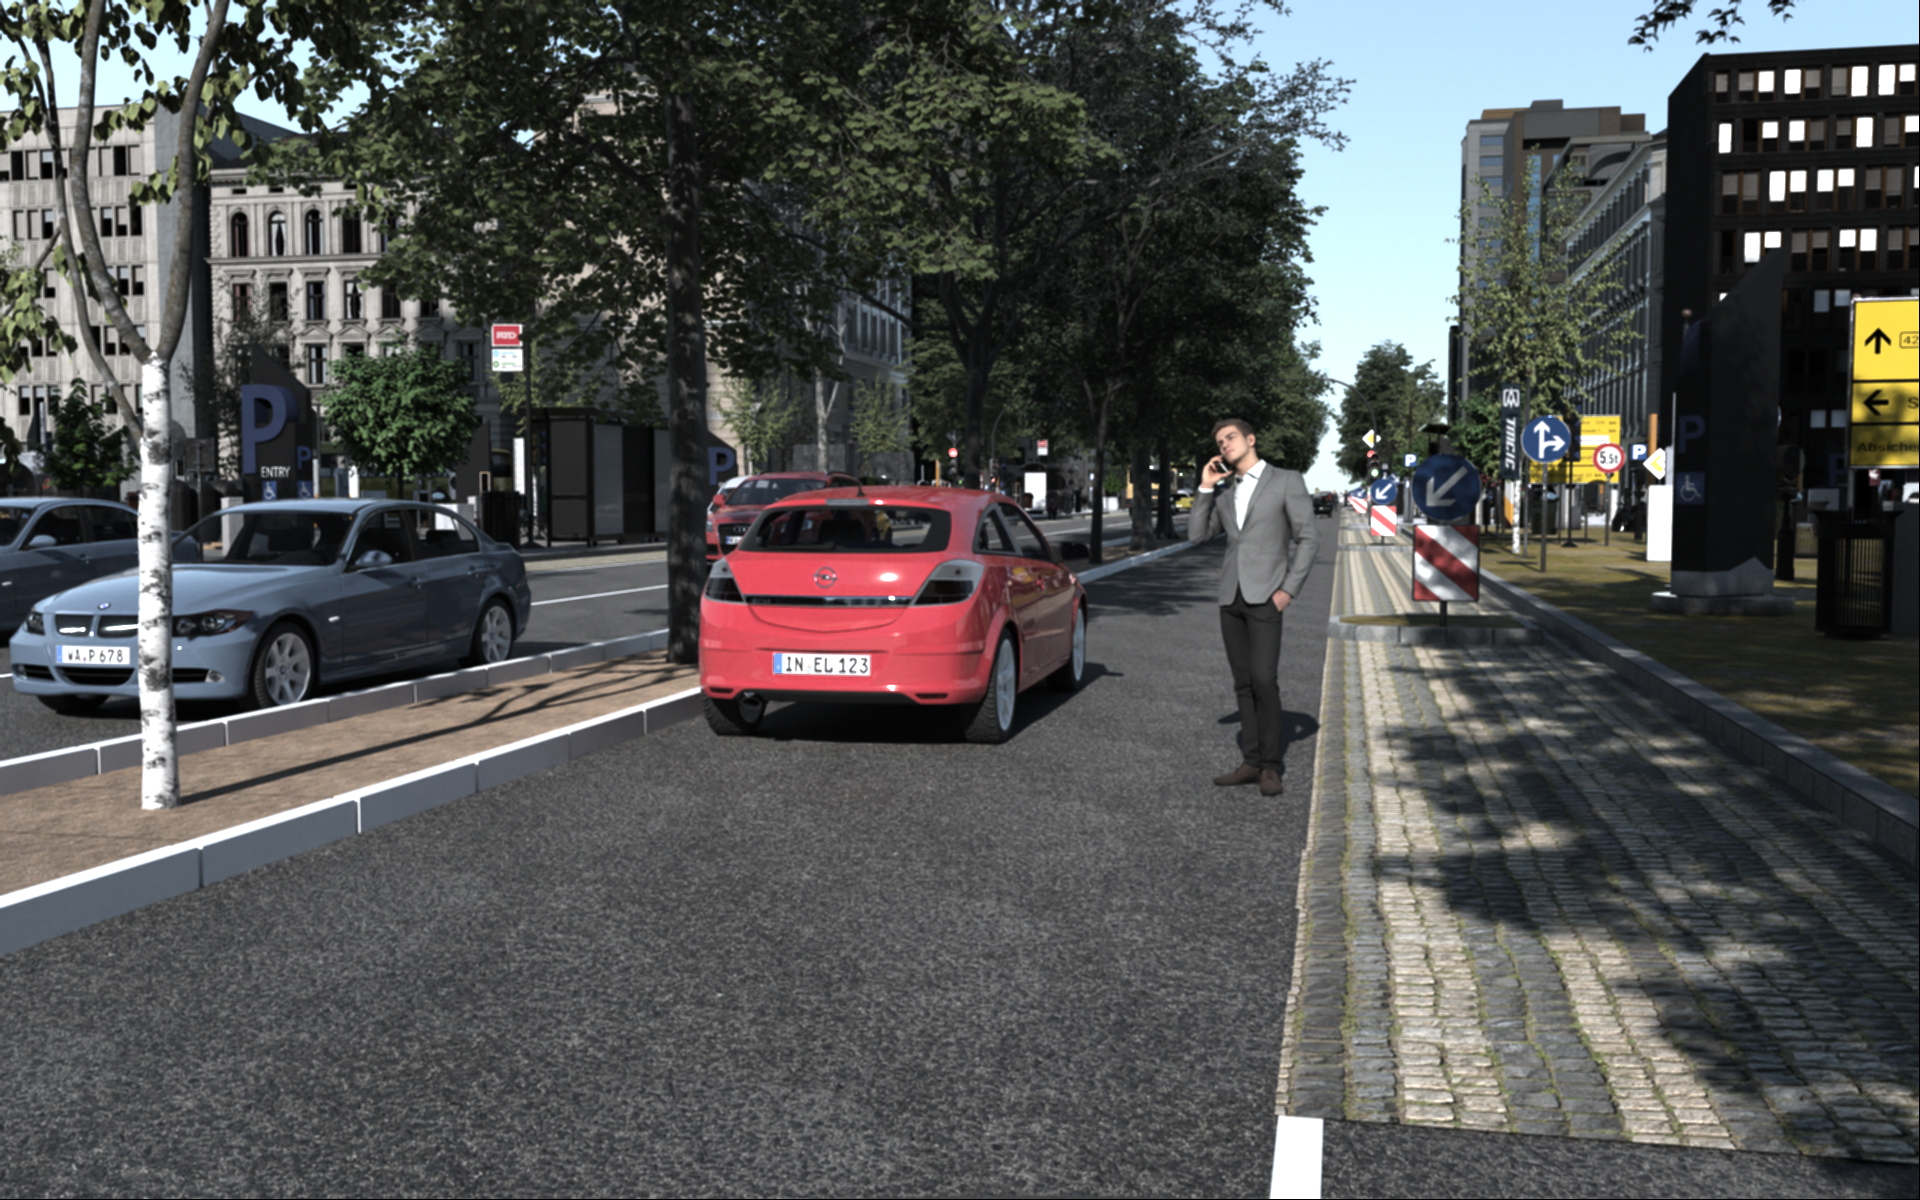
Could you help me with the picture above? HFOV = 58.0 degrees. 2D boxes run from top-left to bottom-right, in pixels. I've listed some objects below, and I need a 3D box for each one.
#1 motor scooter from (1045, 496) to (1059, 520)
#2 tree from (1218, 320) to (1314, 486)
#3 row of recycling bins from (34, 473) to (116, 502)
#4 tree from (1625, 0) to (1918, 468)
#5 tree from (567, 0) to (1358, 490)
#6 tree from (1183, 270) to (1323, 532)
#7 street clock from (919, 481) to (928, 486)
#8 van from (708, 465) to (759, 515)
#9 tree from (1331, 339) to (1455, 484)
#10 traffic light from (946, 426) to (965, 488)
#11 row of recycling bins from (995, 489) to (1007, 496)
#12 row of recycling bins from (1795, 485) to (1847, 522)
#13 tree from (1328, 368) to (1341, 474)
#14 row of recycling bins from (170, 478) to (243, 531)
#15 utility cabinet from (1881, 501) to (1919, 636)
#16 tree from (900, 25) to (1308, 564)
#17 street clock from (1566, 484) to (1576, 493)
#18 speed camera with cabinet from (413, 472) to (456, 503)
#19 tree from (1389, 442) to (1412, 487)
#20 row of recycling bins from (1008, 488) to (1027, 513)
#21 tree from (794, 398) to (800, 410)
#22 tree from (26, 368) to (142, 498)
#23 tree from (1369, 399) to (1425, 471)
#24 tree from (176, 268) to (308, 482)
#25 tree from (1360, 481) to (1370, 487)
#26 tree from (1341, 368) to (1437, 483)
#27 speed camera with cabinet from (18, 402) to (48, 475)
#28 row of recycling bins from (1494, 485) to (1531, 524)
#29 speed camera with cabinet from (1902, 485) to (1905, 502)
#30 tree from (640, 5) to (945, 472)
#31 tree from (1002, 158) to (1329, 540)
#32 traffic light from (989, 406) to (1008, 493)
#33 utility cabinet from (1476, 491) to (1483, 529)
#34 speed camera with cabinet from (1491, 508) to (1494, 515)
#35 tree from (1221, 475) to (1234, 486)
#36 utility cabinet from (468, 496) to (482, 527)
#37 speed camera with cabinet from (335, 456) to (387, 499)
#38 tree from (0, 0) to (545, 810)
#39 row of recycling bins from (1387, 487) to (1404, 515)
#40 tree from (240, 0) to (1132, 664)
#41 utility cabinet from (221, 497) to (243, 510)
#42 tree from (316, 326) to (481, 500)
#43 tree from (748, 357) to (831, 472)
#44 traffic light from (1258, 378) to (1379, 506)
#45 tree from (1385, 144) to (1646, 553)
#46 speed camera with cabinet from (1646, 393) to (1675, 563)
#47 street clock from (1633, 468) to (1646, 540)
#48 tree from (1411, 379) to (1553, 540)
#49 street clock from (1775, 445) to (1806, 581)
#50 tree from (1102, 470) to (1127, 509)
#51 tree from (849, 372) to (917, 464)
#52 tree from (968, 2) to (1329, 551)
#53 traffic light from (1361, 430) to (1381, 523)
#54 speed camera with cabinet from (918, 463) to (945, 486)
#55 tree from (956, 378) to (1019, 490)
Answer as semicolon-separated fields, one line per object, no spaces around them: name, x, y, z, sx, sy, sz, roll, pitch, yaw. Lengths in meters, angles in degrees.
motor scooter;5.148;-5.107;96.273;0.815;1.314;1.986;1;4;12
tree;12.912;-9.911;82.636;7.486;12.596;7.792;0;3;0
row of recycling bins;-17.733;-1.638;33.898;3.534;1.692;1.069;2;4;34
tree;5.470;-4.462;7.359;7.601;10.594;8.767;1;4;21
tree;0.191;-6.807;24.125;12.009;13.543;11.850;0;3;0
tree;8.872;-8.333;64.462;9.928;11.665;9.643;0;3;0
street clock;-2.055;-5.695;97.688;0.471;2.002;0.358;-2;4;-31
van;-4.182;-1.748;35.588;2.013;2.044;4.112;1;4;13
tree;35.522;-14.321;140.796;9.857;13.997;8.962;0;3;0
traffic light;-0.204;-5.035;71.249;0.839;4.253;0.868;1;4;12
row of recycling bins;2.314;-8.120;139.882;3.534;1.692;1.069;-1;4;-14
row of recycling bins;39.829;-4.538;81.315;3.534;1.692;1.069;1;4;22
tree;15.043;-10.536;91.735;9.611;12.733;9.660;0;3;0
row of recycling bins;-20.149;-2.406;46.456;1.069;1.692;3.534;1;4;15
utility cabinet;8.803;-0.305;16.145;0.306;1.237;1.020;2;4;23
tree;2.661;-5.983;34.696;8.767;10.594;7.601;1;4;12
street clock;28.207;-4.616;80.043;0.471;2.002;0.358;0;4;-4
speed camera with cabinet;-20.650;-4.557;68.843;2.038;3.252;0.660;0;4;-7
tree;24.586;-6.631;92.131;4.285;4.588;4.351;0;3;0
row of recycling bins;4.624;-6.898;119.890;1.069;1.692;3.534;2;4;25
tree;-10.291;-8.250;85.243;4.737;8.622;4.395;0;3;0
tree;-13.340;-1.926;26.084;1.663;3.219;1.824;0;3;0
tree;33.273;-11.067;131.306;4.360;8.622;3.978;0;3;0
tree;-23.272;-6.498;56.608;4.360;8.622;3.978;0;3;0
tree;55.728;-15.169;231.726;4.285;4.588;4.351;0;3;0
tree;38.449;-14.486;153.855;9.611;12.733;9.660;0;3;0
speed camera with cabinet;-20.068;-2.672;38.031;0.660;3.252;2.038;-1;4;-11
row of recycling bins;23.918;-4.156;75.058;1.069;1.692;3.534;2;4;32
speed camera with cabinet;14.642;-1.871;24.926;0.660;3.252;2.038;-1;4;-21
tree;-6.101;-12.601;61.908;12.611;20.169;13.585;0;3;0
tree;6.447;-8.243;54.243;9.611;12.733;9.660;0;3;0
traffic light;3.584;-6.358;78.628;4.771;5.953;1.251;1;4;12
utility cabinet;18.902;-3.347;63.404;0.318;1.500;1.173;1;4;22
speed camera with cabinet;30.076;-6.352;98.185;2.038;3.252;0.660;0;4;-6
tree;43.118;-19.957;276.651;4.737;8.622;4.395;0;3;0
utility cabinet;-14.888;-2.604;53.742;0.306;1.237;1.020;1;4;14
speed camera with cabinet;-25.715;-4.894;74.355;2.038;3.252;0.660;-2;4;-34
tree;-3.624;-3.366;7.861;4.737;8.622;4.395;0;3;0
row of recycling bins;26.640;-6.036;105.802;1.069;1.692;3.534;1;4;16
tree;-2.268;-5.707;13.894;7.486;12.596;7.792;0;3;0
utility cabinet;-15.074;-1.557;36.616;0.306;1.237;1.020;2;4;33
tree;-10.940;-3.079;34.059;4.285;4.588;4.351;0;3;0
tree;-8.605;-8.538;89.956;4.360;8.622;3.978;0;3;0
traffic light;14.104;-5.706;67.965;4.771;5.953;1.251;1;4;12
tree;12.325;-5.333;37.562;4.737;8.622;4.395;0;3;0
speed camera with cabinet;13.712;-2.374;33.155;0.660;3.252;2.038;2;4;34
street clock;18.947;-2.675;48.310;0.358;2.002;0.471;1;4;11
tree;15.372;-3.986;48.890;4.285;4.588;4.351;0;3;0
street clock;12.257;-1.292;25.688;0.471;2.002;0.358;-1;4;-23
tree;12.024;-8.698;136.817;1.663;3.219;1.824;0;3;0
tree;-4.972;-9.489;105.507;4.737;8.622;4.395;0;3;0
tree;4.626;-8.209;43.322;9.857;13.997;8.962;0;3;0
traffic light;17.892;-5.292;75.451;0.839;4.253;0.868;1;4;12
speed camera with cabinet;-1.865;-7.641;119.271;2.038;3.252;0.660;1;4;12
tree;1.683;-8.798;94.213;4.360;8.622;3.978;0;3;0
